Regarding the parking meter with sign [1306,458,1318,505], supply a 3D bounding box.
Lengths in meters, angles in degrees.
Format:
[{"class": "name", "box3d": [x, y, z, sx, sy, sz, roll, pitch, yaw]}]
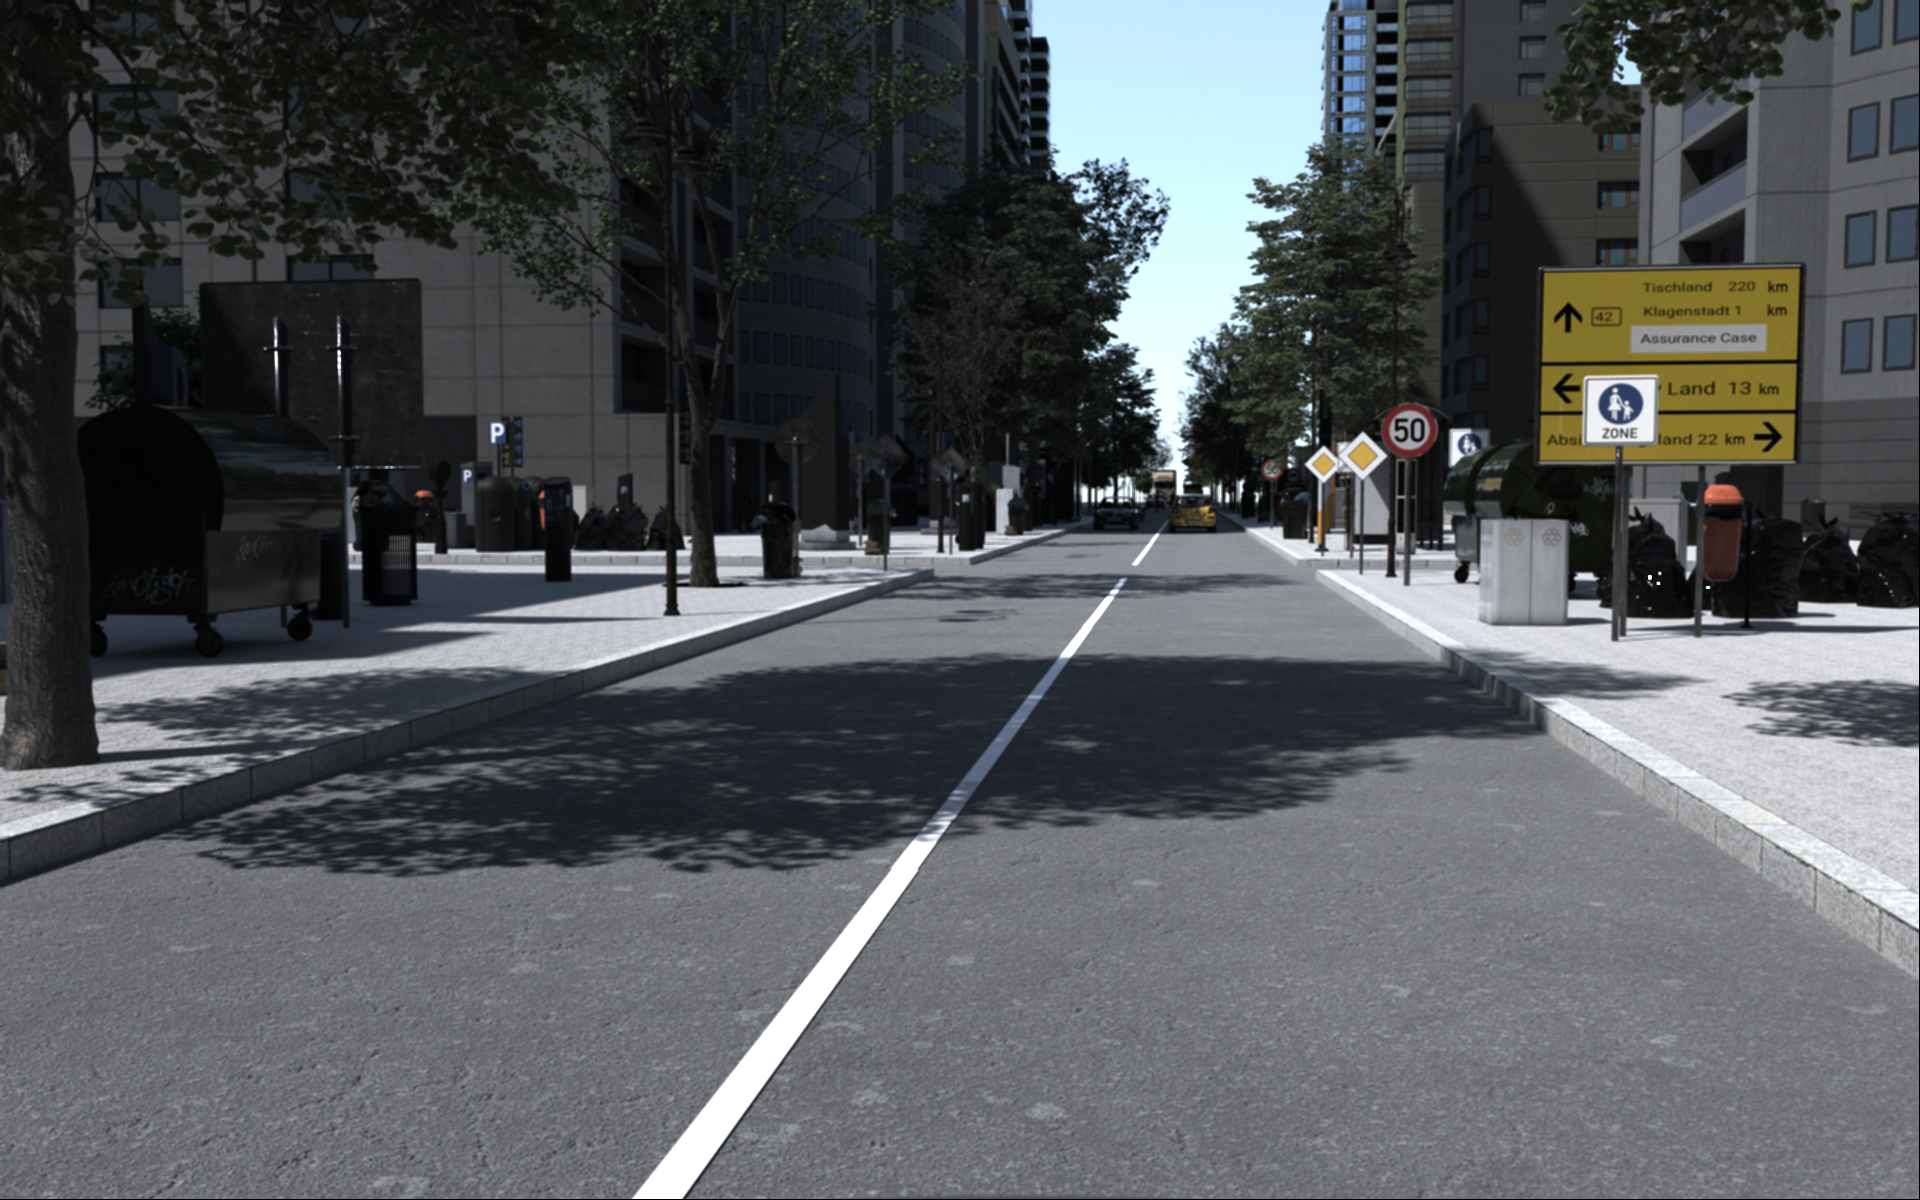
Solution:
[{"class": "parking meter with sign", "box3d": [18.335, -5.669, 88.947, 1.738, 3.016, 0.543, 1, 4, 18]}]

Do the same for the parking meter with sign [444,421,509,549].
[{"class": "parking meter with sign", "box3d": [-11.450, -2.735, 40.979, 0.543, 3.016, 1.738, 2, 4, 25]}]

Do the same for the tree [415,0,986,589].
[{"class": "tree", "box3d": [-3.499, -5.995, 23.766, 9.928, 11.665, 9.643, 0, 3, 0]}]

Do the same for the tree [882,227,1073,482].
[{"class": "tree", "box3d": [0.157, -5.912, 47.030, 4.360, 8.622, 3.978, 0, 3, 0]}]

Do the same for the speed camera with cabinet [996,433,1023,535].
[{"class": "speed camera with cabinet", "box3d": [1.606, -3.738, 55.459, 0.660, 3.252, 2.038, 1, 4, 11]}]

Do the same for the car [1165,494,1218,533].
[{"class": "car", "box3d": [8.694, -3.347, 64.939, 2.015, 1.641, 3.980, 0, 4, 6]}]

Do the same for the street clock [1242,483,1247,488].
[{"class": "street clock", "box3d": [17.862, -6.331, 108.081, 0.471, 2.002, 0.358, 0, 4, -7]}]

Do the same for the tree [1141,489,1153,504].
[{"class": "tree", "box3d": [25.548, -14.772, 236.116, 1.663, 3.219, 1.824, 0, 3, 0]}]

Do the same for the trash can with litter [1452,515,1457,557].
[{"class": "trash can with litter", "box3d": [10.388, -1.430, 34.768, 0.624, 1.170, 1.055, -2, 4, -27]}]

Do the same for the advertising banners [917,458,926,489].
[{"class": "advertising banners", "box3d": [-1.178, -5.409, 84.631, 2.074, 3.025, 0.090, 2, 4, 24]}]

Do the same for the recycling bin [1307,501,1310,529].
[{"class": "recycling bin", "box3d": [12.599, -3.154, 64.128, 0.722, 1.027, 0.722, 2, 4, 29]}]

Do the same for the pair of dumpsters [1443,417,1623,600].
[{"class": "pair of dumpsters", "box3d": [7.511, -1.247, 22.881, 1.574, 2.255, 4.437, 0, 4, 7]}]

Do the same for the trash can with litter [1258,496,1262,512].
[{"class": "trash can with litter", "box3d": [19.445, -6.013, 109.699, 1.055, 1.170, 0.624, -1, 4, -15]}]

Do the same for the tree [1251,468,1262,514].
[{"class": "tree", "box3d": [19.249, -7.222, 112.689, 1.663, 3.219, 1.824, 0, 3, 0]}]

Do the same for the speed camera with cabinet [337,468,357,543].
[{"class": "speed camera with cabinet", "box3d": [-16.345, -3.152, 45.876, 0.660, 3.252, 2.038, -2, 4, -31]}]

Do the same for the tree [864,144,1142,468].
[{"class": "tree", "box3d": [1.736, -9.551, 62.814, 9.857, 13.997, 8.962, 0, 3, 0]}]

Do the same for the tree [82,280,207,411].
[{"class": "tree", "box3d": [-11.670, -2.635, 26.791, 4.285, 4.588, 4.351, 0, 3, 0]}]

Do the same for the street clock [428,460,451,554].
[{"class": "street clock", "box3d": [-11.101, -1.984, 37.002, 0.358, 2.002, 0.471, 1, 4, 22]}]

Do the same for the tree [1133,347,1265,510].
[{"class": "tree", "box3d": [22.024, -14.105, 140.985, 12.009, 13.543, 11.850, 0, 3, 0]}]

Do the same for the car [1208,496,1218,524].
[{"class": "car", "box3d": [11.529, -4.355, 83.781, 1.945, 1.354, 3.894, 0, 4, 6]}]

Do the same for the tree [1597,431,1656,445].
[{"class": "tree", "box3d": [24.370, -5.183, 68.456, 4.285, 4.588, 4.351, 0, 3, 0]}]

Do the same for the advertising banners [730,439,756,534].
[{"class": "advertising banners", "box3d": [-7.086, -3.687, 56.477, 0.090, 3.025, 2.074, 1, 4, 16]}]

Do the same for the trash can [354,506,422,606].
[{"class": "trash can", "box3d": [-6.596, -0.512, 20.018, 0.748, 1.137, 0.748, 0, 3, 0]}]

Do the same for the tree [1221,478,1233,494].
[{"class": "tree", "box3d": [27.936, -11.351, 180.192, 1.663, 3.219, 1.824, 0, 3, 0]}]

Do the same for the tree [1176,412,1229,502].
[{"class": "tree", "box3d": [36.728, -21.175, 252.872, 9.857, 13.997, 8.962, 0, 3, 0]}]

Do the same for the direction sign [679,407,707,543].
[{"class": "direction sign", "box3d": [-7.007, -3.278, 45.595, 0.876, 3.537, 0.379, -3, 5, -43]}]

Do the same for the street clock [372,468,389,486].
[{"class": "street clock", "box3d": [-13.964, -2.275, 41.766, 0.358, 2.002, 0.471, -3, 5, -44]}]

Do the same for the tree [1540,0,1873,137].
[{"class": "tree", "box3d": [5.267, -5.457, 7.351, 7.486, 12.596, 7.792, 0, 3, 0]}]

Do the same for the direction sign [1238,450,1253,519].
[{"class": "direction sign", "box3d": [14.780, -5.979, 89.753, 0.876, 3.537, 0.379, -2, 4, -26]}]

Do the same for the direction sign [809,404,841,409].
[{"class": "direction sign", "box3d": [-3.393, -3.163, 43.719, 0.876, 3.537, 0.379, -2, 4, -30]}]

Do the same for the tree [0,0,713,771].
[{"class": "tree", "box3d": [-4.349, -5.516, 8.319, 7.486, 12.596, 7.792, 0, 3, 0]}]

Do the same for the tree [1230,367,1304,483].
[{"class": "tree", "box3d": [16.293, -8.669, 92.101, 4.737, 8.622, 4.395, 0, 3, 0]}]

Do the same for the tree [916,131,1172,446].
[{"class": "tree", "box3d": [4.236, -14.424, 91.727, 12.611, 20.169, 13.585, 0, 3, 0]}]

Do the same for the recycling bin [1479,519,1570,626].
[{"class": "recycling bin", "box3d": [5.580, -0.282, 17.158, 0.722, 1.027, 0.722, 0, 4, 6]}]

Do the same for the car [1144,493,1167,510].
[{"class": "car", "box3d": [17.884, -9.128, 158.284, 2.155, 1.783, 4.494, 1, 4, 8]}]

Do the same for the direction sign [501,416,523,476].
[{"class": "direction sign", "box3d": [-13.117, -3.594, 50.763, 0.876, 3.537, 0.379, 2, 4, 34]}]

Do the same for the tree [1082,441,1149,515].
[{"class": "tree", "box3d": [8.433, -7.528, 106.789, 4.285, 4.588, 4.351, 0, 3, 0]}]

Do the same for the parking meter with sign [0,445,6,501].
[{"class": "parking meter with sign", "box3d": [-32.107, -3.686, 56.533, 0.543, 3.016, 1.738, 1, 4, 13]}]

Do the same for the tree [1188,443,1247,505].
[{"class": "tree", "box3d": [29.885, -15.943, 195.079, 8.767, 10.594, 7.601, -1, 4, -12]}]

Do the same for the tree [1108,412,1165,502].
[{"class": "tree", "box3d": [18.540, -15.495, 187.758, 7.601, 10.594, 8.767, -1, 4, -10]}]

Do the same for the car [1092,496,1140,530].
[{"class": "car", "box3d": [6.364, -3.528, 70.262, 1.945, 1.354, 3.894, 1, 4, 8]}]

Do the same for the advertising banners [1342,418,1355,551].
[{"class": "advertising banners", "box3d": [8.875, -2.654, 39.584, 0.090, 3.025, 2.074, 0, 4, 6]}]

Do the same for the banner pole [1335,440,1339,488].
[{"class": "banner pole", "box3d": [17.129, -5.470, 79.455, 0.863, 3.779, 0.401, -2, 4, -35]}]

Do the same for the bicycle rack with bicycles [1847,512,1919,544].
[{"class": "bicycle rack with bicycles", "box3d": [19.472, -1.348, 35.428, 2.852, 0.926, 2.925, 1, 4, 14]}]

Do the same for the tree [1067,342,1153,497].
[{"class": "tree", "box3d": [11.524, -12.922, 129.402, 7.486, 12.596, 7.792, 0, 3, 0]}]

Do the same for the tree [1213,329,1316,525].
[{"class": "tree", "box3d": [13.014, -7.471, 72.516, 4.360, 8.622, 3.978, 0, 3, 0]}]

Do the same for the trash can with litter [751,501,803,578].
[{"class": "trash can with litter", "box3d": [-2.780, -0.930, 26.588, 0.624, 1.170, 1.055, 1, 4, 8]}]

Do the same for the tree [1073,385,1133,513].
[{"class": "tree", "box3d": [8.614, -10.198, 117.095, 4.360, 8.622, 3.978, 0, 3, 0]}]

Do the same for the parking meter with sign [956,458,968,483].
[{"class": "parking meter with sign", "box3d": [-0.154, -4.774, 74.323, 0.543, 3.016, 1.738, 3, 5, 42]}]

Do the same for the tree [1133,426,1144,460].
[{"class": "tree", "box3d": [15.949, -13.175, 165.779, 4.360, 8.622, 3.978, 0, 3, 0]}]

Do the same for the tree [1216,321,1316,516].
[{"class": "tree", "box3d": [16.869, -10.744, 101.412, 9.928, 11.665, 9.643, 0, 3, 0]}]

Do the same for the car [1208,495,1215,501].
[{"class": "car", "box3d": [18.032, -7.186, 129.498, 2.014, 1.417, 4.499, 0, 4, 8]}]

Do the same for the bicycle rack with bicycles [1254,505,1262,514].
[{"class": "bicycle rack with bicycles", "box3d": [18.840, -5.580, 104.619, 2.925, 0.926, 2.852, 2, 4, 23]}]

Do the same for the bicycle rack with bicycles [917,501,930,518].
[{"class": "bicycle rack with bicycles", "box3d": [-1.209, -5.762, 107.597, 2.925, 0.926, 2.852, 2, 4, 32]}]

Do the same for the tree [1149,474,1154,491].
[{"class": "tree", "box3d": [22.848, -14.233, 216.425, 4.285, 4.588, 4.351, 0, 3, 0]}]
